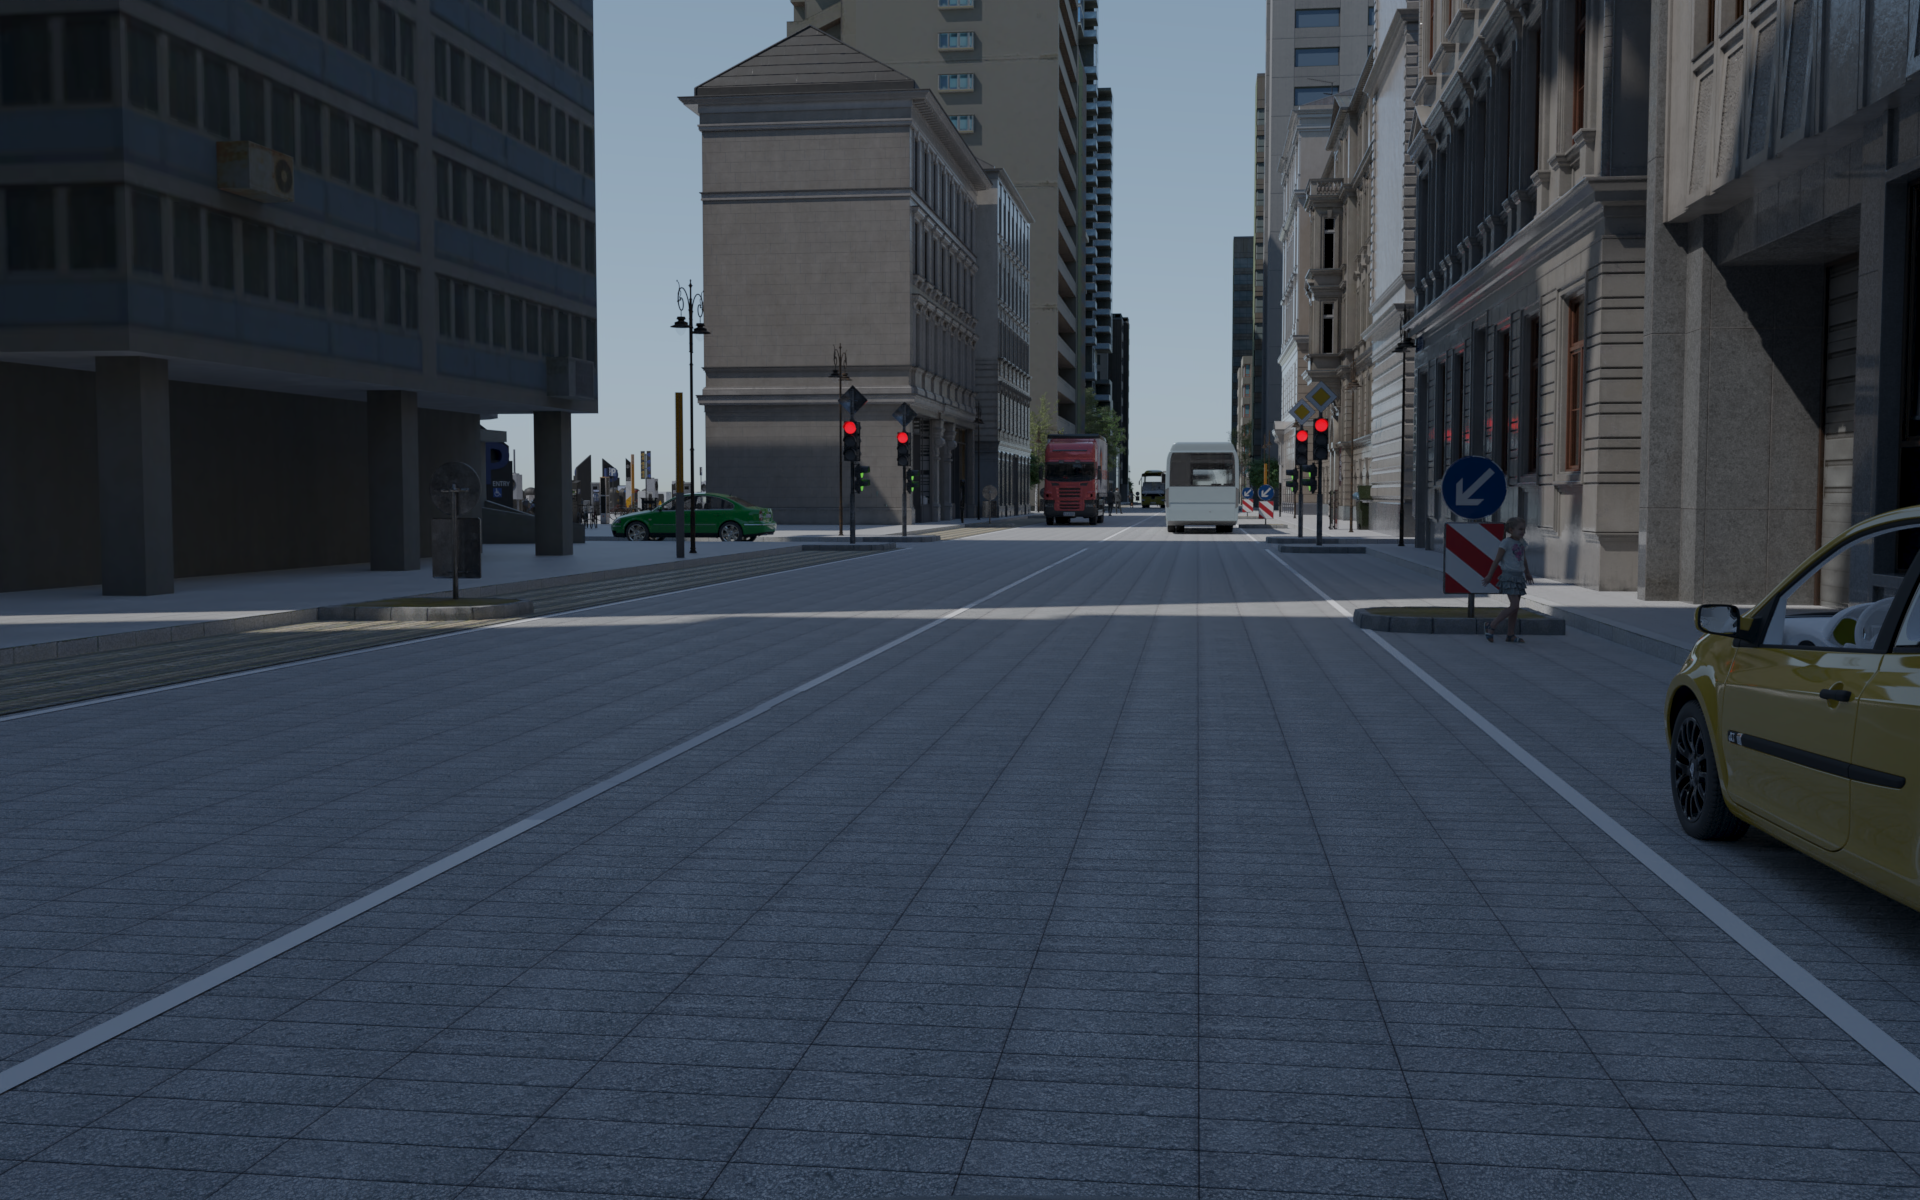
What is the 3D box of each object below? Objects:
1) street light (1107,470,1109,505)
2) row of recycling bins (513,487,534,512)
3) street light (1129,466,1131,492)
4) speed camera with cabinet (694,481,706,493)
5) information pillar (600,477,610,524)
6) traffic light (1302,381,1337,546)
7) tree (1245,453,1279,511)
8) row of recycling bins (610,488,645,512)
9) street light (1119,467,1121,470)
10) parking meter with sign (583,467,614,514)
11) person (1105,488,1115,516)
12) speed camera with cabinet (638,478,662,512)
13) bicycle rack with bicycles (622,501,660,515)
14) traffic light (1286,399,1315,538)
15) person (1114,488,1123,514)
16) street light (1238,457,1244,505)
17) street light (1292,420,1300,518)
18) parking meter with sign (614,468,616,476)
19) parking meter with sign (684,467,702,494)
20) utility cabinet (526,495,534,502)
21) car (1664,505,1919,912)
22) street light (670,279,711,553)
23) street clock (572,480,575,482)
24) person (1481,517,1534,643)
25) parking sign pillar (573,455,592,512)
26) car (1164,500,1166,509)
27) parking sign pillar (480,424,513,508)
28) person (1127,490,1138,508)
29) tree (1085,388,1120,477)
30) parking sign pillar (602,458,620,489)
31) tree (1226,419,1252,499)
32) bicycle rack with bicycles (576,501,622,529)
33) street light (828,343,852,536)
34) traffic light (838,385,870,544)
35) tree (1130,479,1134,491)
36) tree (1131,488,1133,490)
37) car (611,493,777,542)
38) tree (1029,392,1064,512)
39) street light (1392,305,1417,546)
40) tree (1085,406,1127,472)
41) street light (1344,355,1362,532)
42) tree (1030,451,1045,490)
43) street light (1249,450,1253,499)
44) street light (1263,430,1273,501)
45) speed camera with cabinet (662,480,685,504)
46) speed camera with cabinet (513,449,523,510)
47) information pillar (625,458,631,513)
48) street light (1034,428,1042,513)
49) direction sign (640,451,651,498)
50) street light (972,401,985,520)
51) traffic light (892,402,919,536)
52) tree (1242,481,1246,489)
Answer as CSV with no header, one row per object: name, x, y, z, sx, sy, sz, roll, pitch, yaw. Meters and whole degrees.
street light,18.152,-14.631,212.011,0.468,5.910,1.993,0,4,8
row of recycling bins,-26.643,-5.843,102.640,3.534,1.692,1.069,-3,4,-39
street light,27.292,-18.710,278.691,0.468,5.910,1.993,0,4,8
speed camera with cabinet,-17.861,-7.637,119.207,2.038,3.252,0.660,3,5,43
information pillar,-15.210,-4.261,74.163,0.304,2.012,0.304,1,4,17
traffic light,8.945,-3.314,43.106,0.839,4.253,0.868,0,4,8
tree,23.887,-9.269,135.262,4.285,4.588,4.351,0,3,0
row of recycling bins,-23.318,-7.042,122.250,3.534,1.692,1.069,-3,5,-40
street light,22.643,-16.658,245.150,0.468,5.910,1.993,0,4,8
parking meter with sign,-23.652,-7.130,112.835,1.738,3.016,0.543,0,4,2
person,9.800,-6.394,112.817,0.659,1.850,0.755,1,4,12
speed camera with cabinet,-17.301,-6.226,96.131,0.660,3.252,2.038,0,4,7
bicycle rack with bicycles,-16.280,-4.342,84.380,2.925,0.926,2.852,0,4,-8
traffic light,10.031,-3.798,51.017,0.839,4.253,0.868,0,4,8
person,11.392,-7.154,124.837,0.648,1.900,0.474,2,4,27
street light,32.580,-13.921,200.390,0.468,5.910,1.993,0,4,8
street light,17.632,-7.231,91.013,0.468,5.910,1.993,0,4,8
parking meter with sign,-23.883,-7.339,116.247,1.738,3.016,0.543,2,4,33
parking meter with sign,-17.444,-7.029,111.191,1.738,3.016,0.543,0,4,1
utility cabinet,-22.540,-4.941,91.949,0.306,1.237,1.020,3,4,37
car,3.745,0.261,5.949,2.015,1.641,3.980,0,4,6
street light,-5.799,-3.954,37.444,0.468,5.910,1.993,0,4,8
street clock,-23.949,-6.341,108.242,0.471,2.002,0.358,-1,4,-12
person,5.331,-0.199,16.772,0.505,1.210,0.382,-3,4,-38
parking sign pillar,-25.740,-7.927,118.081,1.447,3.967,1.447,2,4,35
car,14.739,-6.408,116.770,2.014,1.417,4.499,0,4,7
parking sign pillar,-17.429,-4.672,64.853,1.447,3.967,1.447,-3,5,-42
person,17.939,-10.529,180.654,1.348,1.824,0.705,2,4,34
tree,13.087,-16.244,183.714,7.486,12.596,7.792,0,3,0
parking sign pillar,-26.355,-8.706,130.820,1.447,3.967,1.447,-3,5,-43
tree,34.550,-16.808,209.226,7.601,10.594,8.767,1,4,8
bicycle rack with bicycles,-14.560,-3.157,65.000,2.852,0.926,2.925,0,4,4
street light,-3.660,-4.913,53.119,0.468,5.910,1.993,0,4,8
traffic light,-2.759,-3.411,44.690,0.839,4.253,0.868,0,4,8
tree,26.745,-18.275,282.505,4.285,4.588,4.351,0,3,0
tree,27.876,-17.839,286.272,1.663,3.219,1.824,0,3,0
car,-7.647,-2.495,49.592,4.718,1.807,1.959,1,4,8
tree,5.525,-10.698,125.268,4.737,8.622,4.395,0,3,0
street light,10.856,-4.259,42.422,0.468,5.910,1.993,0,4,8
tree,16.061,-16.982,203.405,9.928,11.665,9.643,0,3,0
street light,13.103,-5.202,57.848,0.468,5.910,1.993,0,4,8
tree,4.136,-8.012,114.711,4.285,4.588,4.351,0,3,0
street light,27.930,-11.842,166.401,0.468,5.910,1.993,0,4,8
street light,22.279,-9.300,124.837,0.468,5.910,1.993,0,4,8
speed camera with cabinet,-19.054,-7.295,113.611,2.038,3.252,0.660,2,4,25
speed camera with cabinet,-20.404,-5.029,76.564,2.038,3.252,0.660,1,4,13
information pillar,-21.337,-7.363,111.747,0.504,3.616,0.183,0,4,1
street light,5.434,-8.973,119.497,0.468,5.910,1.993,0,4,8
direction sign,-16.455,-6.041,90.770,0.876,3.537,0.379,3,5,44
street light,0.934,-6.939,86.245,0.468,5.910,1.993,0,4,8
traffic light,-1.673,-3.895,52.601,0.839,4.253,0.868,0,4,8
tree,35.844,-13.475,214.909,1.663,3.219,1.824,0,3,0
